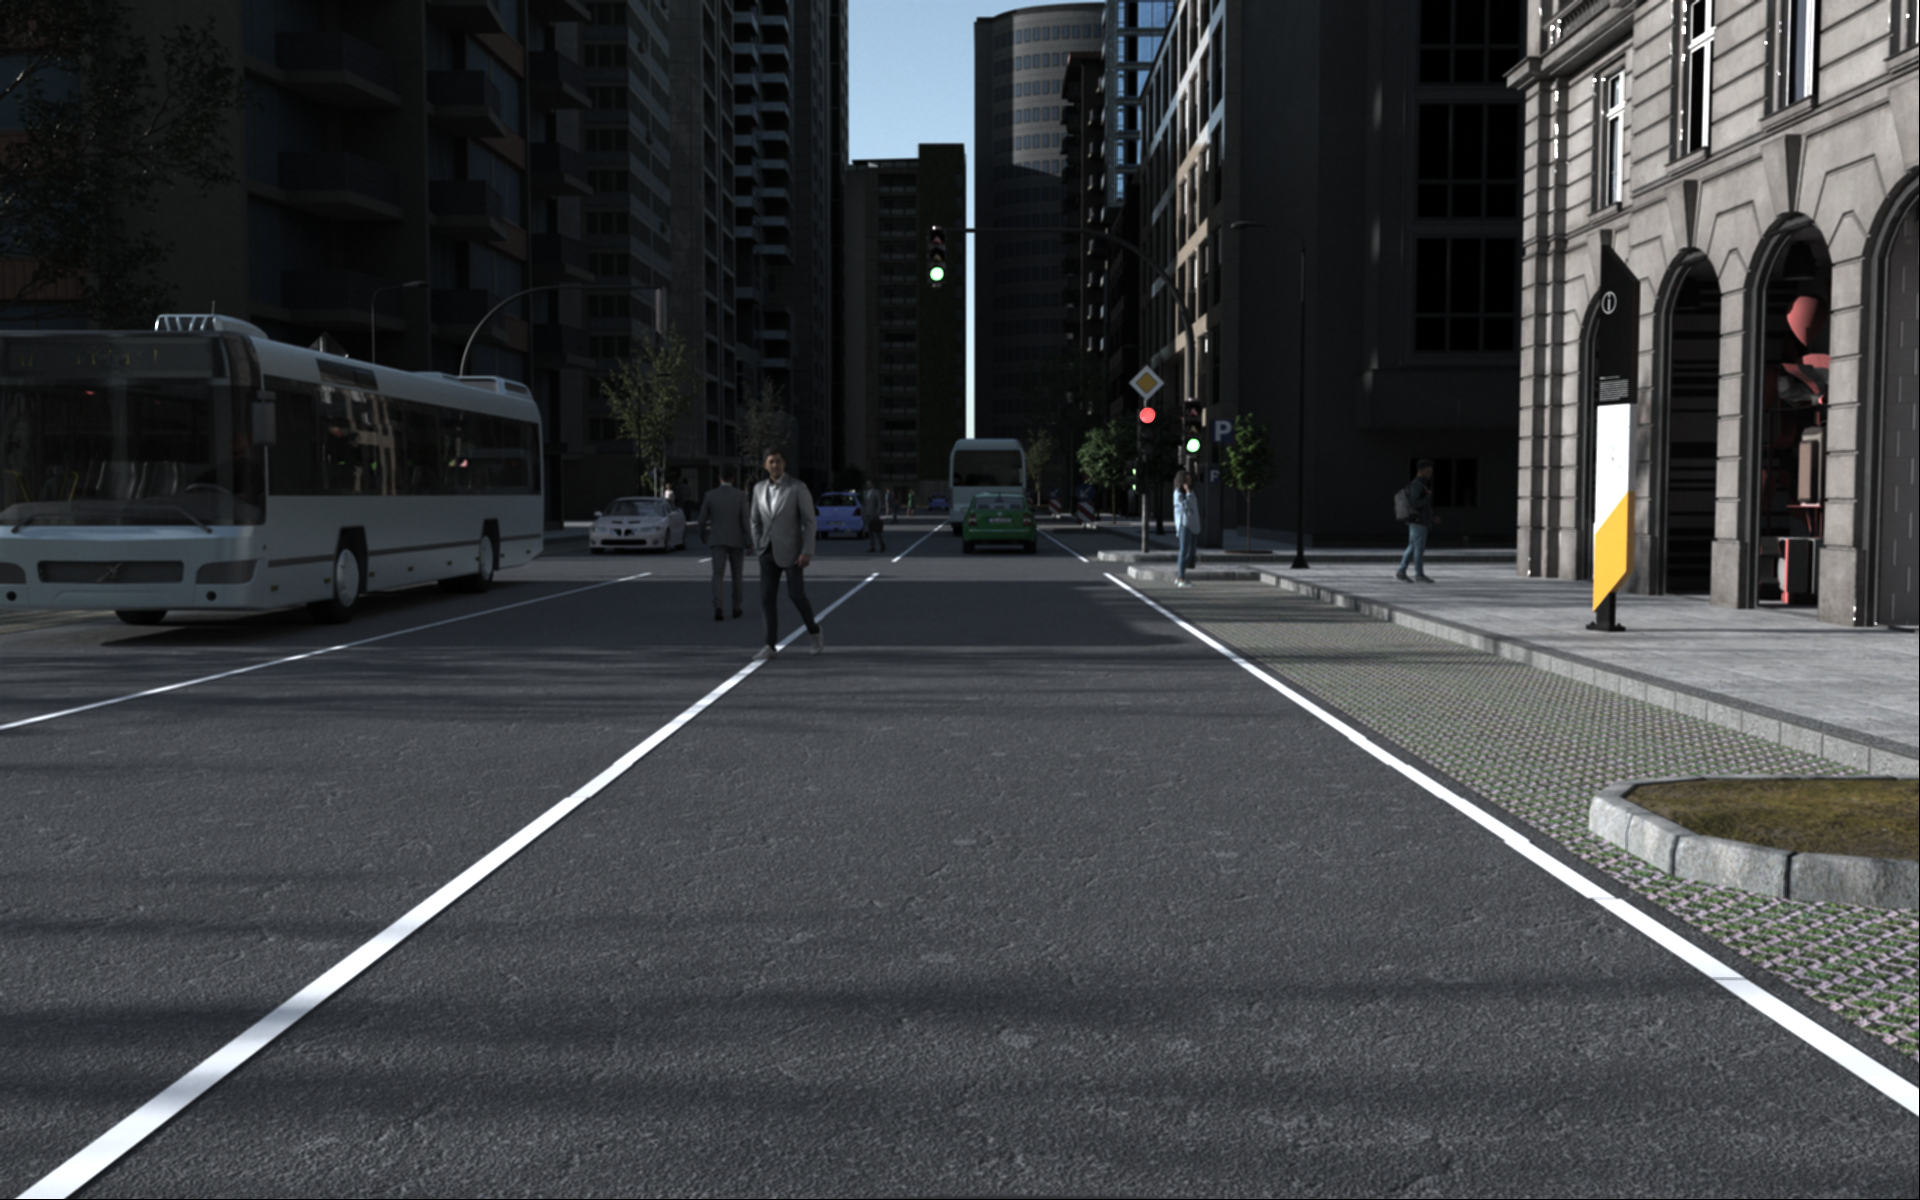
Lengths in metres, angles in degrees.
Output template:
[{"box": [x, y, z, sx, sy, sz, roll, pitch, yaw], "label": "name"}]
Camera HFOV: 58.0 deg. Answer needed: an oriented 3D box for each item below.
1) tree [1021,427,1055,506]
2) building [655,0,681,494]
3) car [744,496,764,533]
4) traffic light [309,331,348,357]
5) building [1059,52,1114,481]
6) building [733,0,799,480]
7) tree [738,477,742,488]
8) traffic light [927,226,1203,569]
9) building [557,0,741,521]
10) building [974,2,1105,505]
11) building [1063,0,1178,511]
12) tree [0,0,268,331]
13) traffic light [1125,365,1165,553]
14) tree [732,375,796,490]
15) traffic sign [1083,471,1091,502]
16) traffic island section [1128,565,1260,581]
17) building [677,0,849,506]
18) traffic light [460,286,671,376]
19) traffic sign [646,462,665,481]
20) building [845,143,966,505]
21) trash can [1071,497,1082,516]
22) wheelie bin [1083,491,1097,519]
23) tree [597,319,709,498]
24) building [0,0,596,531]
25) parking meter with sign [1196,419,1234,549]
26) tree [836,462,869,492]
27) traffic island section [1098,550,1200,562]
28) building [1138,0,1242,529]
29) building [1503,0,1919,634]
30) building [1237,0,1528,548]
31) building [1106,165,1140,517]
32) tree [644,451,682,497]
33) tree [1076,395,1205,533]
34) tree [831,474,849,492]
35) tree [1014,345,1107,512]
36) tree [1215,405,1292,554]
[{"box": [8.430, -14.631, 189.574, 4.737, 8.622, 4.395, 0, 3, 0], "label": "tree"}, {"box": [-46.376, -47.104, 208.403, 20.611, 71.187, 20.563, 0, 4, 1], "label": "building"}, {"box": [-7.230, -3.391, 65.225, 2.009, 1.686, 4.222, 0, 4, 2], "label": "car"}, {"box": [-10.935, -2.508, 29.924, 0.839, 4.253, 0.868, 0, 4, 1], "label": "traffic light"}, {"box": [21.175, -31.588, 171.092, 22.147, 44.769, 28.867, 0, 4, 1], "label": "building"}, {"box": [-24.709, -51.073, 147.714, 22.319, 86.520, 31.000, 0, 4, 1], "label": "building"}, {"box": [-14.167, -6.717, 104.416, 1.663, 3.219, 1.824, 0, 3, 0], "label": "tree"}, {"box": [1.832, -3.361, 29.628, 4.771, 5.953, 1.251, 0, 4, 1], "label": "traffic light"}, {"box": [-28.324, -24.331, 89.698, 32.217, 40.220, 23.993, 0, 4, 1], "label": "building"}, {"box": [15.808, -40.701, 207.461, 28.212, 58.520, 21.231, 0, 4, 1], "label": "building"}, {"box": [20.281, -50.561, 139.339, 22.319, 86.520, 31.000, 0, 4, 1], "label": "building"}, {"box": [-13.625, -5.385, 22.450, 7.601, 10.594, 8.767, 1, 4, 14], "label": "tree"}, {"box": [4.032, -2.985, 37.725, 0.839, 4.253, 0.868, 0, 4, 1], "label": "traffic light"}, {"box": [-12.380, -9.636, 107.907, 4.360, 8.622, 3.978, 0, 3, 0], "label": "tree"}, {"box": [6.407, -5.187, 84.913, 0.768, 2.556, 0.104, 1, 4, 9], "label": "traffic sign"}, {"box": [3.965, -0.463, 29.854, 2.009, 0.180, 2.903, 0, 4, 1], "label": "traffic island section"}, {"box": [-24.343, -47.068, 207.821, 20.611, 71.187, 20.563, 0, 4, 1], "label": "building"}, {"box": [-8.735, -3.868, 37.915, 4.771, 5.953, 1.251, 0, 4, 1], "label": "traffic light"}, {"box": [-12.326, -4.303, 70.089, 0.795, 2.593, 0.064, 0, 4, 1], "label": "traffic sign"}, {"box": [-6.298, -31.895, 205.078, 14.086, 41.232, 14.154, 0, 4, 1], "label": "building"}, {"box": [6.737, -5.415, 100.187, 0.748, 1.137, 0.748, 0, 3, 0], "label": "trash can"}, {"box": [6.698, -4.983, 89.385, 0.693, 1.594, 0.980, 1, 4, 18], "label": "wheelie bin"}, {"box": [-12.653, -7.453, 72.227, 4.737, 8.622, 4.395, 0, 3, 0], "label": "tree"}, {"box": [-24.023, -24.363, 52.952, 22.147, 44.769, 28.867, 0, 4, 1], "label": "building"}, {"box": [5.979, -2.747, 41.181, 0.543, 3.016, 1.738, -1, 4, -9], "label": "parking meter with sign"}, {"box": [-11.095, -11.926, 178.708, 4.285, 4.588, 4.351, 0, 3, 0], "label": "tree"}, {"box": [4.072, -0.952, 37.839, 2.009, 0.180, 2.903, 0, 4, 1], "label": "traffic island section"}, {"box": [19.398, -16.825, 79.601, 19.350, 26.468, 34.151, 0, 4, 1], "label": "building"}, {"box": [14.485, -10.597, 15.057, 13.314, 21.916, 24.055, 0, 4, 1], "label": "building"}, {"box": [20.378, -15.428, 45.748, 24.014, 27.812, 14.314, 0, 4, 1], "label": "building"}, {"box": [15.625, -16.829, 104.839, 12.332, 23.373, 15.834, 0, 4, 1], "label": "building"}, {"box": [-13.112, -5.008, 76.478, 1.663, 3.219, 1.824, 0, 3, 0], "label": "tree"}, {"box": [6.657, -4.527, 57.737, 4.285, 4.588, 4.351, 0, 3, 0], "label": "tree"}, {"box": [-11.851, -10.602, 167.945, 1.663, 3.219, 1.824, 0, 3, 0], "label": "tree"}, {"box": [7.818, -12.001, 121.979, 9.928, 11.665, 9.643, 0, 3, 0], "label": "tree"}, {"box": [6.373, -2.618, 37.412, 1.663, 3.219, 1.824, 0, 3, 0], "label": "tree"}]
